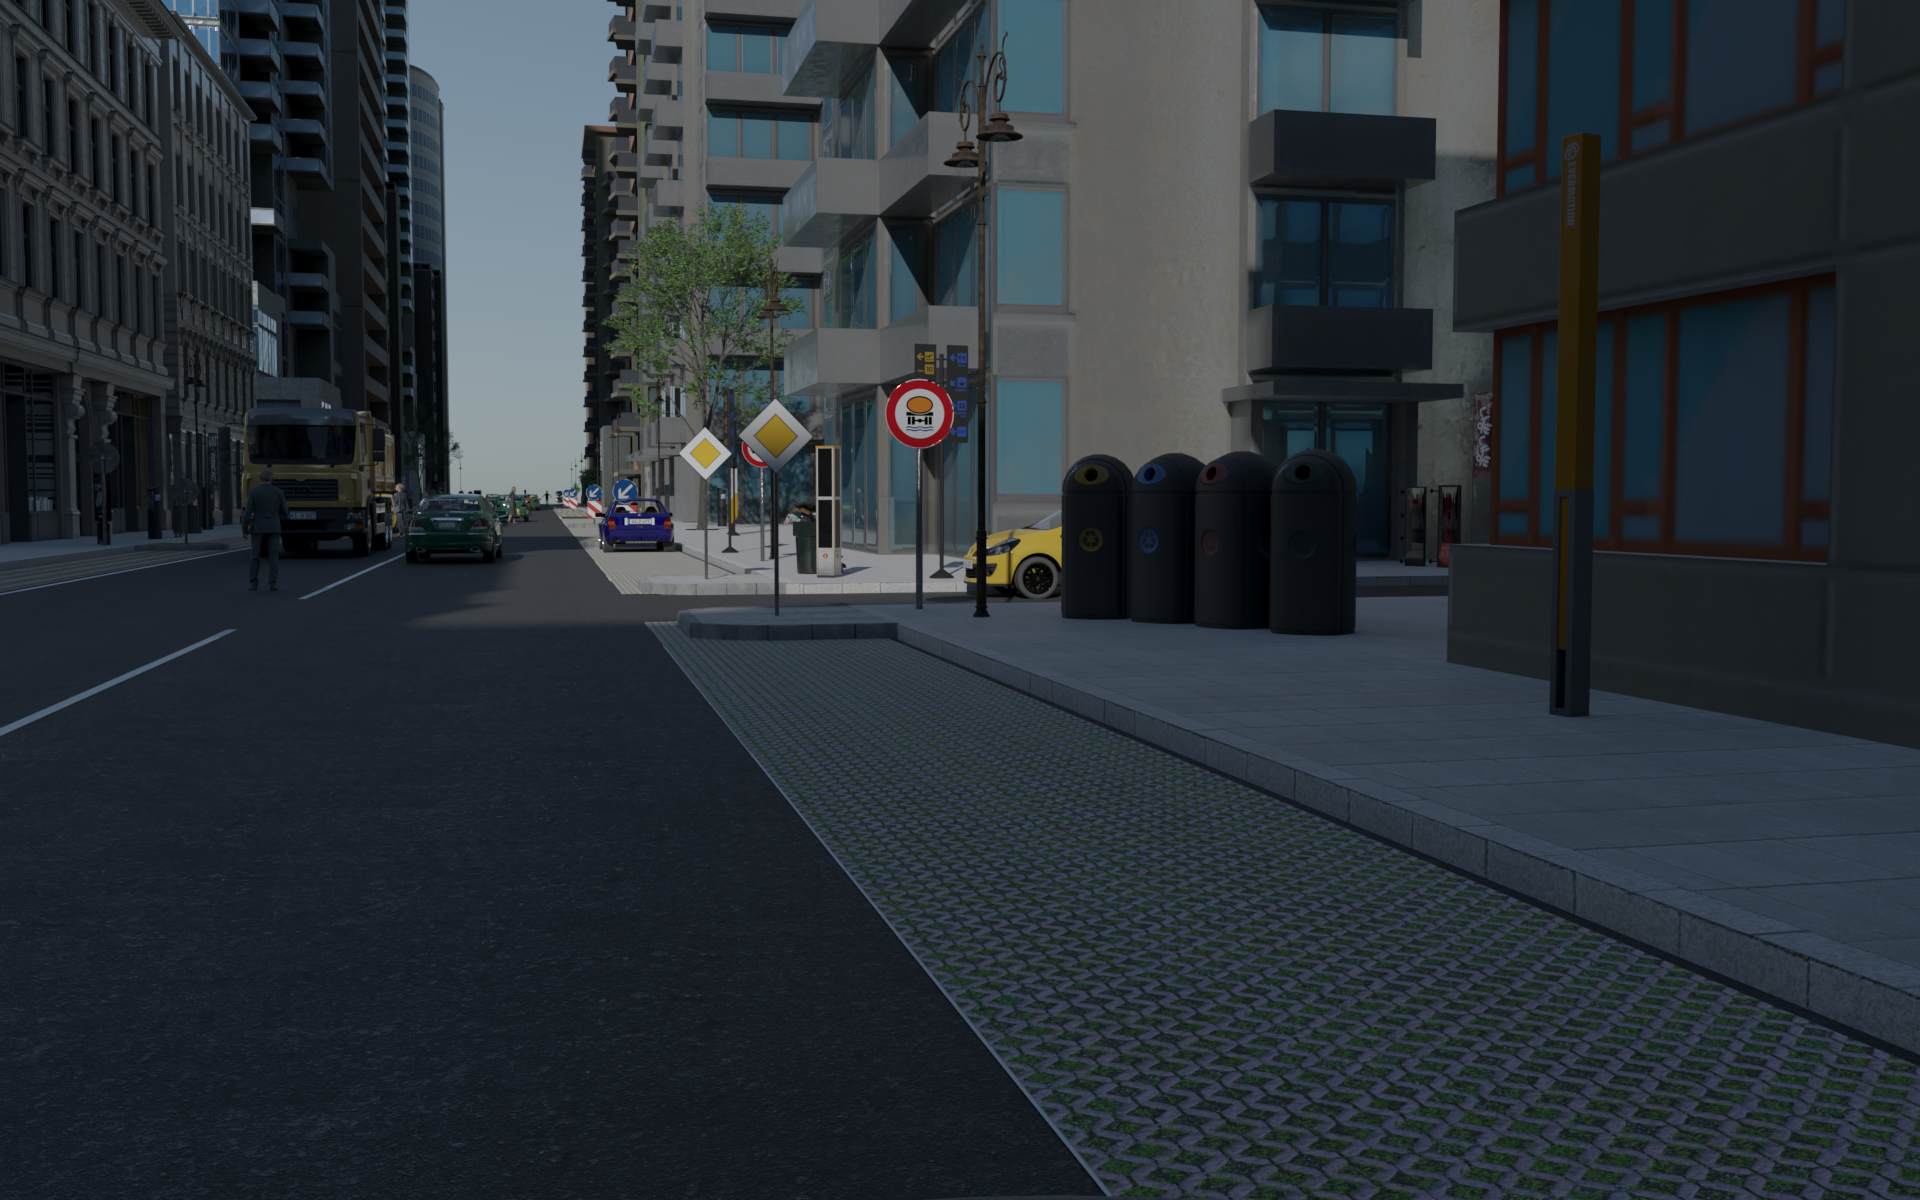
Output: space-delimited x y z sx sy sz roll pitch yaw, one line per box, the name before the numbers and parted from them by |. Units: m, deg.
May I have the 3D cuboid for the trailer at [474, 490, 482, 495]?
trailer | -69.685 -14.867 250.125 1.471 1.999 3.904 -1 4 -12

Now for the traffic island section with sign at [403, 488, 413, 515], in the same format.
traffic island section with sign | -38.179 -6.809 119.959 1.989 1.847 2.006 -1 4 -14

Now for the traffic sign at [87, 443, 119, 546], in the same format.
traffic sign | -21.252 -2.622 42.968 0.768 2.556 0.104 0 4 -6

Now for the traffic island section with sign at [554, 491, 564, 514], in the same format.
traffic island section with sign | -27.531 -6.973 122.642 1.989 1.847 2.006 -1 4 -14

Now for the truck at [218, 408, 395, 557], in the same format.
truck | -15.309 -2.797 41.651 3.469 3.379 9.791 -1 4 -14

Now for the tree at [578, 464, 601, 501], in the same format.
tree | -39.091 -12.289 184.632 4.285 4.588 4.351 0 3 0

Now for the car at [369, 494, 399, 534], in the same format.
car | -21.543 -3.276 63.793 2.015 1.641 3.980 -1 4 -14

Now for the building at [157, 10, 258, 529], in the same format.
building | -34.879 -13.507 69.988 9.793 20.994 18.267 -1 4 -14

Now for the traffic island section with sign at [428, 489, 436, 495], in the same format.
traffic island section with sign | -44.689 -8.455 146.859 1.989 1.847 2.006 -1 4 -14

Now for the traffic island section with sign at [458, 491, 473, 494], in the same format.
traffic island section with sign | -57.776 -11.759 200.893 1.989 1.847 2.006 -1 4 -14

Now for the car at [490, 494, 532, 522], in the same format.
car | -23.384 -4.792 90.147 2.131 1.459 4.920 -1 4 -14

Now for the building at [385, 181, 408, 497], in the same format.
building | -56.814 -23.267 152.120 14.160 30.474 14.107 -1 4 -14

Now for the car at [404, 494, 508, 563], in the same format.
car | -10.924 -1.573 37.515 2.131 1.459 4.920 -1 4 -12

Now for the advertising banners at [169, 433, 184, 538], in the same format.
advertising banners | -23.091 -3.353 51.013 0.090 3.025 2.074 -1 4 -16

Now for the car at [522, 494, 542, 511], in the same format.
car | -37.133 -8.398 149.100 2.131 1.459 4.920 -1 4 -12

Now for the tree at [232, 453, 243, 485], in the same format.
tree | -28.120 -4.570 69.321 1.663 3.219 1.824 0 3 0

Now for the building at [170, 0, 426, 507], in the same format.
building | -70.213 -53.556 188.314 22.319 86.520 31.000 -1 4 -14

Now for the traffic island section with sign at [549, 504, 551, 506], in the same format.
traffic island section with sign | -47.109 -11.915 203.439 1.989 1.847 2.006 -1 4 -14

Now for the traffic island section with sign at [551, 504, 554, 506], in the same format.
traffic island section with sign | -33.878 -8.576 148.842 1.989 1.847 2.006 -1 4 -14

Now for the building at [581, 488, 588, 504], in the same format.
building | -34.519 -33.061 232.427 32.217 40.220 23.993 -1 4 -14

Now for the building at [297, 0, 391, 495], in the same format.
building | -56.271 -31.160 133.160 21.300 48.544 21.600 -1 4 -14

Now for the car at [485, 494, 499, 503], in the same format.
car | -50.400 -10.883 186.732 1.959 1.807 4.718 -1 4 -12

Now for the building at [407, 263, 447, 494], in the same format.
building | -71.057 -26.990 212.981 14.160 30.474 14.107 -1 4 -14

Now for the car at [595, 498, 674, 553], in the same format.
car | -8.162 -1.893 43.530 1.945 1.354 3.894 -1 4 -14

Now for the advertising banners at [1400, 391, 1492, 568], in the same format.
advertising banners | 8.489 -2.073 30.087 0.090 3.025 2.074 -2 4 -34

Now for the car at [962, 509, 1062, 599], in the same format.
car | 2.018 -0.883 24.667 3.980 1.641 2.015 -1 4 -14

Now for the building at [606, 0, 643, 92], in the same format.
building | -14.844 -29.076 130.012 22.147 44.769 28.867 -1 4 -14

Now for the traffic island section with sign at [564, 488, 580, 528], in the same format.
traffic island section with sign | -15.799 -4.011 74.206 1.989 1.847 2.006 -1 4 -14

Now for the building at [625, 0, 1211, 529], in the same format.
building | -4.465 -28.544 86.303 23.786 49.044 30.456 -1 4 -14

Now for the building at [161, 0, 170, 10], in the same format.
building | -50.001 -48.535 106.214 22.319 86.520 31.000 -1 4 -14

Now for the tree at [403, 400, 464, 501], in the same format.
tree | -53.036 -14.428 170.311 8.767 10.594 7.601 -1 4 -13

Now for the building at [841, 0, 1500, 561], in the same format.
building | 10.742 -25.879 42.723 30.456 49.044 23.786 -1 4 -14

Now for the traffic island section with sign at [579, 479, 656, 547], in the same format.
traffic island section with sign | -9.254 -2.358 47.187 1.989 1.847 2.006 -1 4 -14

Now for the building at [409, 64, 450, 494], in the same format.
building | -80.561 -42.238 232.596 21.231 58.520 28.212 -1 4 -14

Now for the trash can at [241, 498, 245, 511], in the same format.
trash can | -27.041 -3.327 66.055 0.748 1.137 0.748 0 3 0

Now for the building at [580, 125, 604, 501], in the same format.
building | -33.384 -33.688 205.421 22.147 44.769 28.867 -1 4 -14

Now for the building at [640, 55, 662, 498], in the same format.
building | -12.942 -20.619 108.814 14.160 30.474 14.107 -1 4 -14

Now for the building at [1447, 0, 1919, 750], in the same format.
building | 20.546 -9.586 1.778 27.650 21.520 28.899 -1 4 -14

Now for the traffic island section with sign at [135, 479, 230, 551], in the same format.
traffic island section with sign | -19.847 -2.183 44.316 1.989 1.847 2.006 -1 4 -14

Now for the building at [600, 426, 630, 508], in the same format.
building | -21.523 -51.737 158.576 22.319 86.520 31.000 -1 4 -14

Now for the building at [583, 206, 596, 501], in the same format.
building | -46.759 -36.651 249.347 14.600 45.320 14.200 -1 4 -14

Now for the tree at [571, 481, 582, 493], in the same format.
tree | -55.492 -15.612 249.855 1.663 3.219 1.824 0 3 0

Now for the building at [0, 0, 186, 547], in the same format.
building | -27.867 -11.633 41.105 10.553 20.767 40.483 -1 4 -14

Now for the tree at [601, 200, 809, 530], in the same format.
tree | -9.034 -8.281 61.157 9.928 11.665 9.643 0 3 0
